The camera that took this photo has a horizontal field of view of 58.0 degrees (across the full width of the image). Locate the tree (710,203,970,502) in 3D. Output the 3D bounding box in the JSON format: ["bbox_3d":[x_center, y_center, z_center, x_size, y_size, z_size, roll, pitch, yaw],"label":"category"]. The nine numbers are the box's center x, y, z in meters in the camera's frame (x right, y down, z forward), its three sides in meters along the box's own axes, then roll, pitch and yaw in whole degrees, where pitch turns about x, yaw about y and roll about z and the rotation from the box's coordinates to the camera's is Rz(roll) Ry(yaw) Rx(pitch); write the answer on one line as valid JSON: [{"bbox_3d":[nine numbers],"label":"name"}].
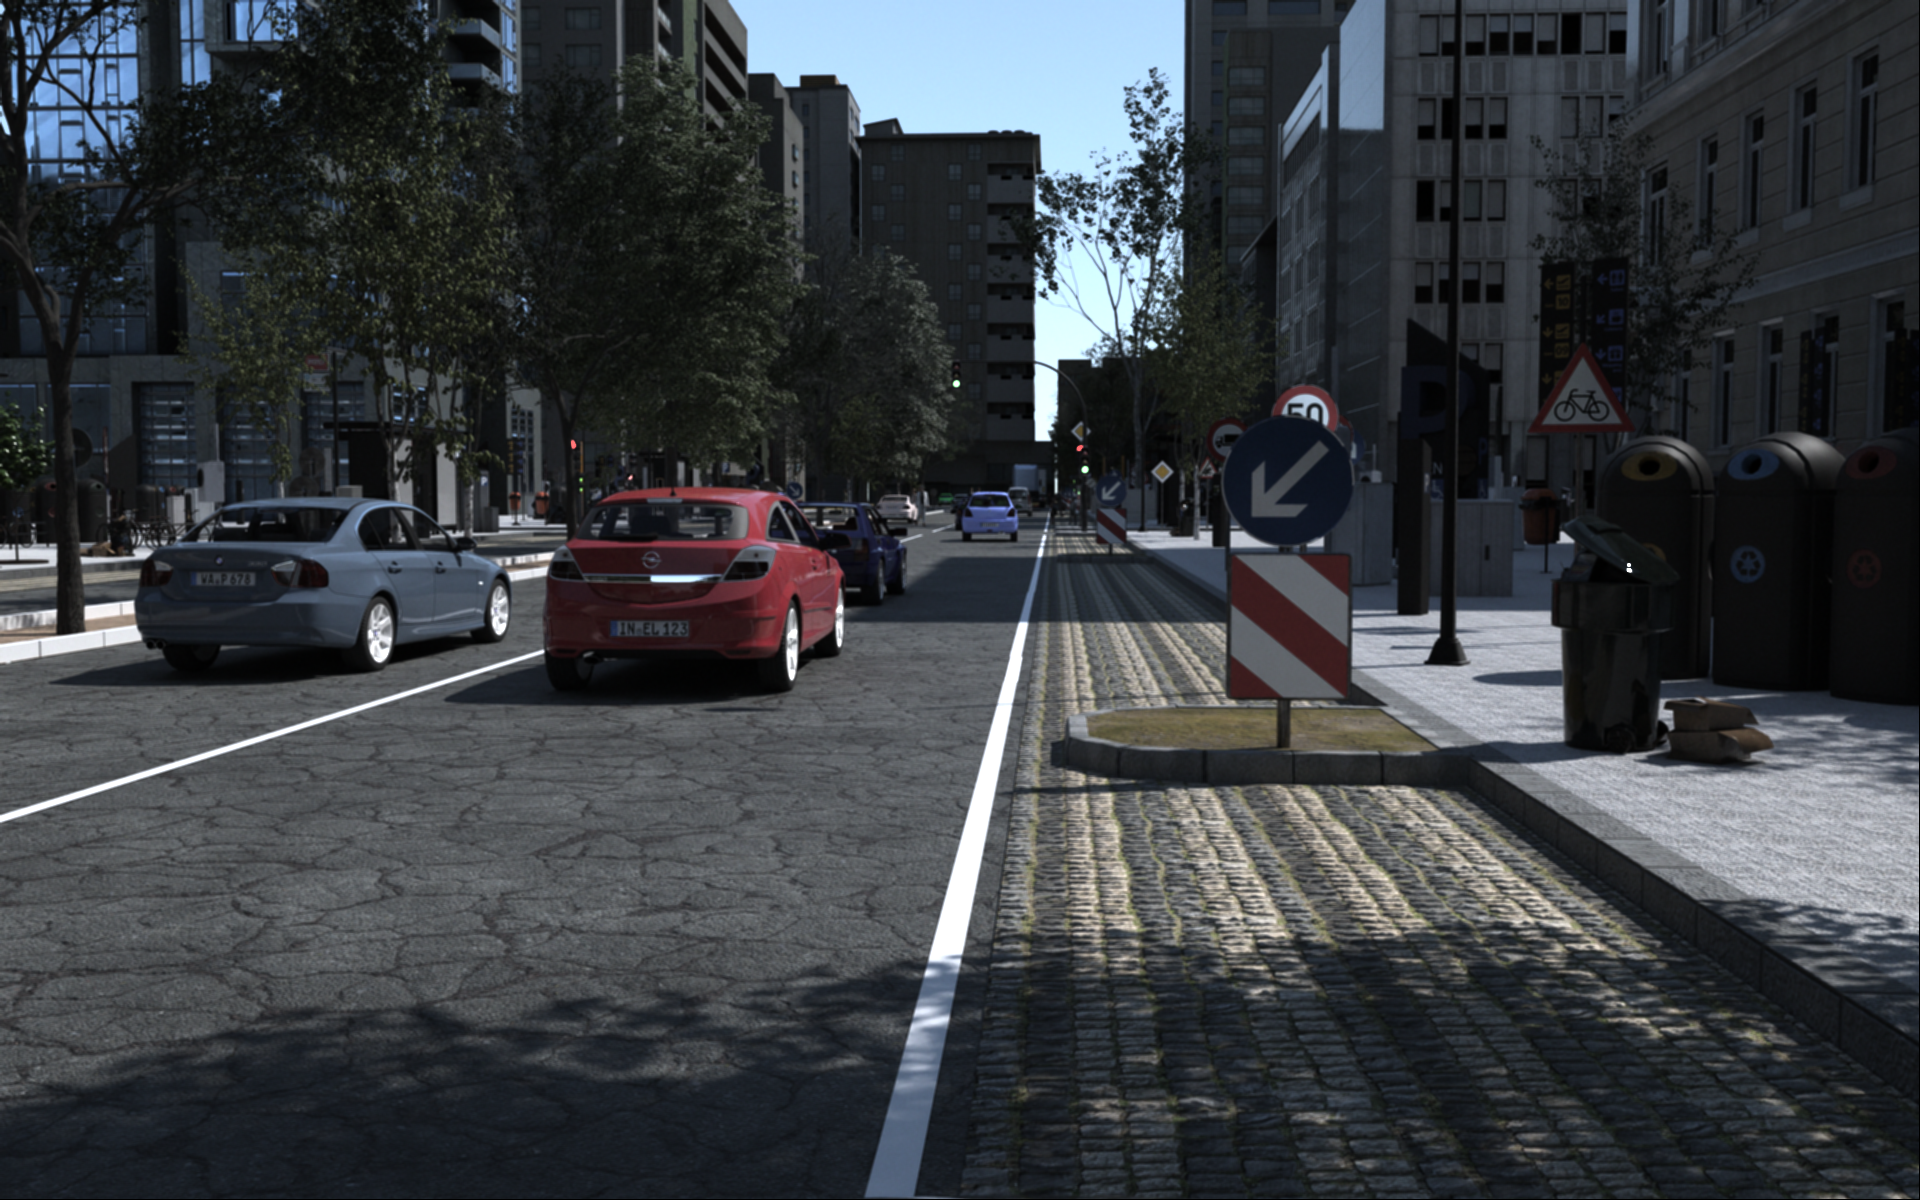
[{"bbox_3d":[-5.925,-9.792,72.932,12.009,13.543,11.850,0,3,0],"label":"tree"}]

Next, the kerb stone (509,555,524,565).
[{"bbox_3d":[-9.116,-0.789,35.164,0.120,0.150,1.000,0,4,3],"label":"kerb stone"}]

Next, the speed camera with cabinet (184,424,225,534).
[{"bbox_3d":[-21.449,-3.350,49.113,0.660,3.252,2.038,-3,4,-38],"label":"speed camera with cabinet"}]

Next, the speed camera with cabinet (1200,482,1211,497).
[{"bbox_3d":[18.856,-8.657,135.877,0.660,3.252,2.038,-2,4,-25],"label":"speed camera with cabinet"}]

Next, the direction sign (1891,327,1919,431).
[{"bbox_3d":[13.003,-1.948,23.843,0.876,3.537,0.379,-3,5,-41],"label":"direction sign"}]

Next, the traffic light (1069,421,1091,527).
[{"bbox_3d":[4.637,-4.757,66.691,0.839,4.253,0.868,0,4,3],"label":"traffic light"}]

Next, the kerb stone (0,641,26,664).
[{"bbox_3d":[-8.125,0.463,14.621,0.120,0.150,1.000,0,4,3],"label":"kerb stone"}]

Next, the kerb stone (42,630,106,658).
[{"bbox_3d":[-8.067,0.401,15.641,0.120,0.150,1.000,0,4,3],"label":"kerb stone"}]

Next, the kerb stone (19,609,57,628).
[{"bbox_3d":[-10.003,0.207,18.819,0.120,0.150,1.000,0,4,3],"label":"kerb stone"}]

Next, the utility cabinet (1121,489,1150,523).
[{"bbox_3d":[7.673,-4.137,76.320,1.173,1.500,0.318,-2,4,-29],"label":"utility cabinet"}]

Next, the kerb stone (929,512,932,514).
[{"bbox_3d":[-2.238,-6.143,122.673,0.120,0.150,1.000,0,4,3],"label":"kerb stone"}]

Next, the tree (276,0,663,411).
[{"bbox_3d":[-7.872,-6.032,35.496,8.767,10.594,7.601,0,4,3],"label":"tree"}]

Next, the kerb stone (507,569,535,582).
[{"bbox_3d":[-7.348,-0.405,28.931,0.120,0.150,1.000,0,4,3],"label":"kerb stone"}]

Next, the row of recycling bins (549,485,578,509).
[{"bbox_3d":[-18.723,-4.622,82.685,1.069,1.692,3.534,0,4,4],"label":"row of recycling bins"}]

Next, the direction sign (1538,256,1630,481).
[{"bbox_3d":[6.058,-1.523,16.902,0.876,3.537,0.379,3,5,45],"label":"direction sign"}]

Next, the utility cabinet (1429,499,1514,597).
[{"bbox_3d":[6.386,-0.646,21.717,1.020,1.237,0.306,0,4,5],"label":"utility cabinet"}]

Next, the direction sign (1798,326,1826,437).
[{"bbox_3d":[11.714,-1.950,23.881,0.379,3.537,0.876,0,4,7],"label":"direction sign"}]

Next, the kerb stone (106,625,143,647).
[{"bbox_3d":[-8.013,0.338,16.662,0.120,0.150,1.000,0,4,3],"label":"kerb stone"}]

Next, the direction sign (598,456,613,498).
[{"bbox_3d":[-20.864,-6.731,102.041,0.876,3.537,0.379,-2,4,-30],"label":"direction sign"}]

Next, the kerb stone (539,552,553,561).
[{"bbox_3d":[-8.995,-0.919,37.214,0.120,0.150,1.000,0,4,3],"label":"kerb stone"}]

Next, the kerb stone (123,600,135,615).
[{"bbox_3d":[-9.889,0.081,20.866,0.120,0.150,1.000,0,4,3],"label":"kerb stone"}]

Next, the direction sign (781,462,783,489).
[{"bbox_3d":[-12.558,-7.967,122.254,0.379,3.537,0.876,0,4,-2],"label":"direction sign"}]

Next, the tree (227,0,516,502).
[{"bbox_3d":[-7.900,-4.347,23.892,4.737,8.622,4.395,0,3,0],"label":"tree"}]

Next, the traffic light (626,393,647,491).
[{"bbox_3d":[-10.755,-5.681,67.545,4.771,5.953,1.251,0,4,3],"label":"traffic light"}]

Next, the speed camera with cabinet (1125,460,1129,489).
[{"bbox_3d":[10.323,-6.428,99.429,2.038,3.252,0.660,3,4,38],"label":"speed camera with cabinet"}]

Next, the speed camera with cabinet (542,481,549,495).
[{"bbox_3d":[-28.699,-7.536,117.549,0.660,3.252,2.038,1,4,23],"label":"speed camera with cabinet"}]

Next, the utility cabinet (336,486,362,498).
[{"bbox_3d":[-16.345,-2.303,46.334,0.318,1.500,1.173,-3,4,-39],"label":"utility cabinet"}]

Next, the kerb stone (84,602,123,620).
[{"bbox_3d":[-9.946,0.144,19.846,0.120,0.150,1.000,0,4,3],"label":"kerb stone"}]

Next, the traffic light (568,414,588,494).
[{"bbox_3d":[-13.283,-4.326,59.650,0.839,4.253,0.868,0,4,3],"label":"traffic light"}]

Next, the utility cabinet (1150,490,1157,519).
[{"bbox_3d":[9.364,-4.824,87.545,1.173,1.500,0.318,1,4,23],"label":"utility cabinet"}]

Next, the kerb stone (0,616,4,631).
[{"bbox_3d":[-10.051,0.269,17.798,0.120,0.150,1.000,0,4,3],"label":"kerb stone"}]

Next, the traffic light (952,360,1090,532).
[{"bbox_3d":[2.110,-5.139,58.689,4.771,5.953,1.251,0,4,3],"label":"traffic light"}]

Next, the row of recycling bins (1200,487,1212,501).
[{"bbox_3d":[15.056,-5.997,105.161,3.534,1.692,1.069,2,4,25],"label":"row of recycling bins"}]

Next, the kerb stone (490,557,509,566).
[{"bbox_3d":[-9.160,-0.728,34.143,0.120,0.150,1.000,0,4,3],"label":"kerb stone"}]

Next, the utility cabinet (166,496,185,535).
[{"bbox_3d":[-23.624,-2.542,52.723,0.306,1.237,1.020,2,4,27],"label":"utility cabinet"}]

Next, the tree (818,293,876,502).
[{"bbox_3d":[-7.267,-7.079,52.612,8.767,10.594,7.601,0,4,3],"label":"tree"}]

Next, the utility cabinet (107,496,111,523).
[{"bbox_3d":[-34.519,-3.574,69.595,0.306,1.237,1.020,3,4,37],"label":"utility cabinet"}]

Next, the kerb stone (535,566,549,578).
[{"bbox_3d":[-7.295,-0.470,29.956,0.120,0.150,1.000,0,4,3],"label":"kerb stone"}]

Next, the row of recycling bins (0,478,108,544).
[{"bbox_3d":[-23.998,-2.304,44.791,3.534,1.692,1.069,-3,5,-43],"label":"row of recycling bins"}]

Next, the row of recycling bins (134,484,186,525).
[{"bbox_3d":[-33.777,-4.039,73.154,1.069,1.692,3.534,0,4,3],"label":"row of recycling bins"}]

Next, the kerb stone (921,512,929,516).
[{"bbox_3d":[-2.411,-5.952,119.607,0.120,0.150,1.000,0,4,3],"label":"kerb stone"}]

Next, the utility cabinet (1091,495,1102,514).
[{"bbox_3d":[8.906,-6.177,112.149,0.306,1.237,1.020,-2,4,-32],"label":"utility cabinet"}]

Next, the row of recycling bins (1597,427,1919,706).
[{"bbox_3d":[5.672,-0.251,11.212,1.069,1.692,3.534,-2,4,-31],"label":"row of recycling bins"}]

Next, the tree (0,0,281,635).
[{"bbox_3d":[-8.990,-4.939,17.625,8.767,10.594,7.601,0,4,3],"label":"tree"}]

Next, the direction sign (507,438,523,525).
[{"bbox_3d":[-18.180,-4.822,70.829,0.379,3.537,0.876,2,4,30],"label":"direction sign"}]

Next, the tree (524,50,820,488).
[{"bbox_3d":[-7.555,-7.605,44.927,7.486,12.596,7.792,0,3,0],"label":"tree"}]

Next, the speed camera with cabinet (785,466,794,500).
[{"bbox_3d":[-11.764,-7.735,120.799,0.660,3.252,2.038,0,4,3],"label":"speed camera with cabinet"}]

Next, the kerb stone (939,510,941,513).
[{"bbox_3d":[-1.740,-6.707,131.891,0.120,0.150,1.000,0,4,3],"label":"kerb stone"}]

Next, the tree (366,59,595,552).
[{"bbox_3d":[-8.367,-4.690,29.504,4.360,8.622,3.978,0,3,0],"label":"tree"}]

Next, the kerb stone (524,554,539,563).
[{"bbox_3d":[-9.052,-0.856,36.186,0.120,0.150,1.000,0,4,3],"label":"kerb stone"}]

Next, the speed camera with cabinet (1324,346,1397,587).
[{"bbox_3d":[5.313,-1.811,23.952,0.660,3.252,2.038,3,4,38],"label":"speed camera with cabinet"}]

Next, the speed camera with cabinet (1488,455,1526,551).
[{"bbox_3d":[12.427,-2.799,40.102,0.660,3.252,2.038,0,4,-6],"label":"speed camera with cabinet"}]
